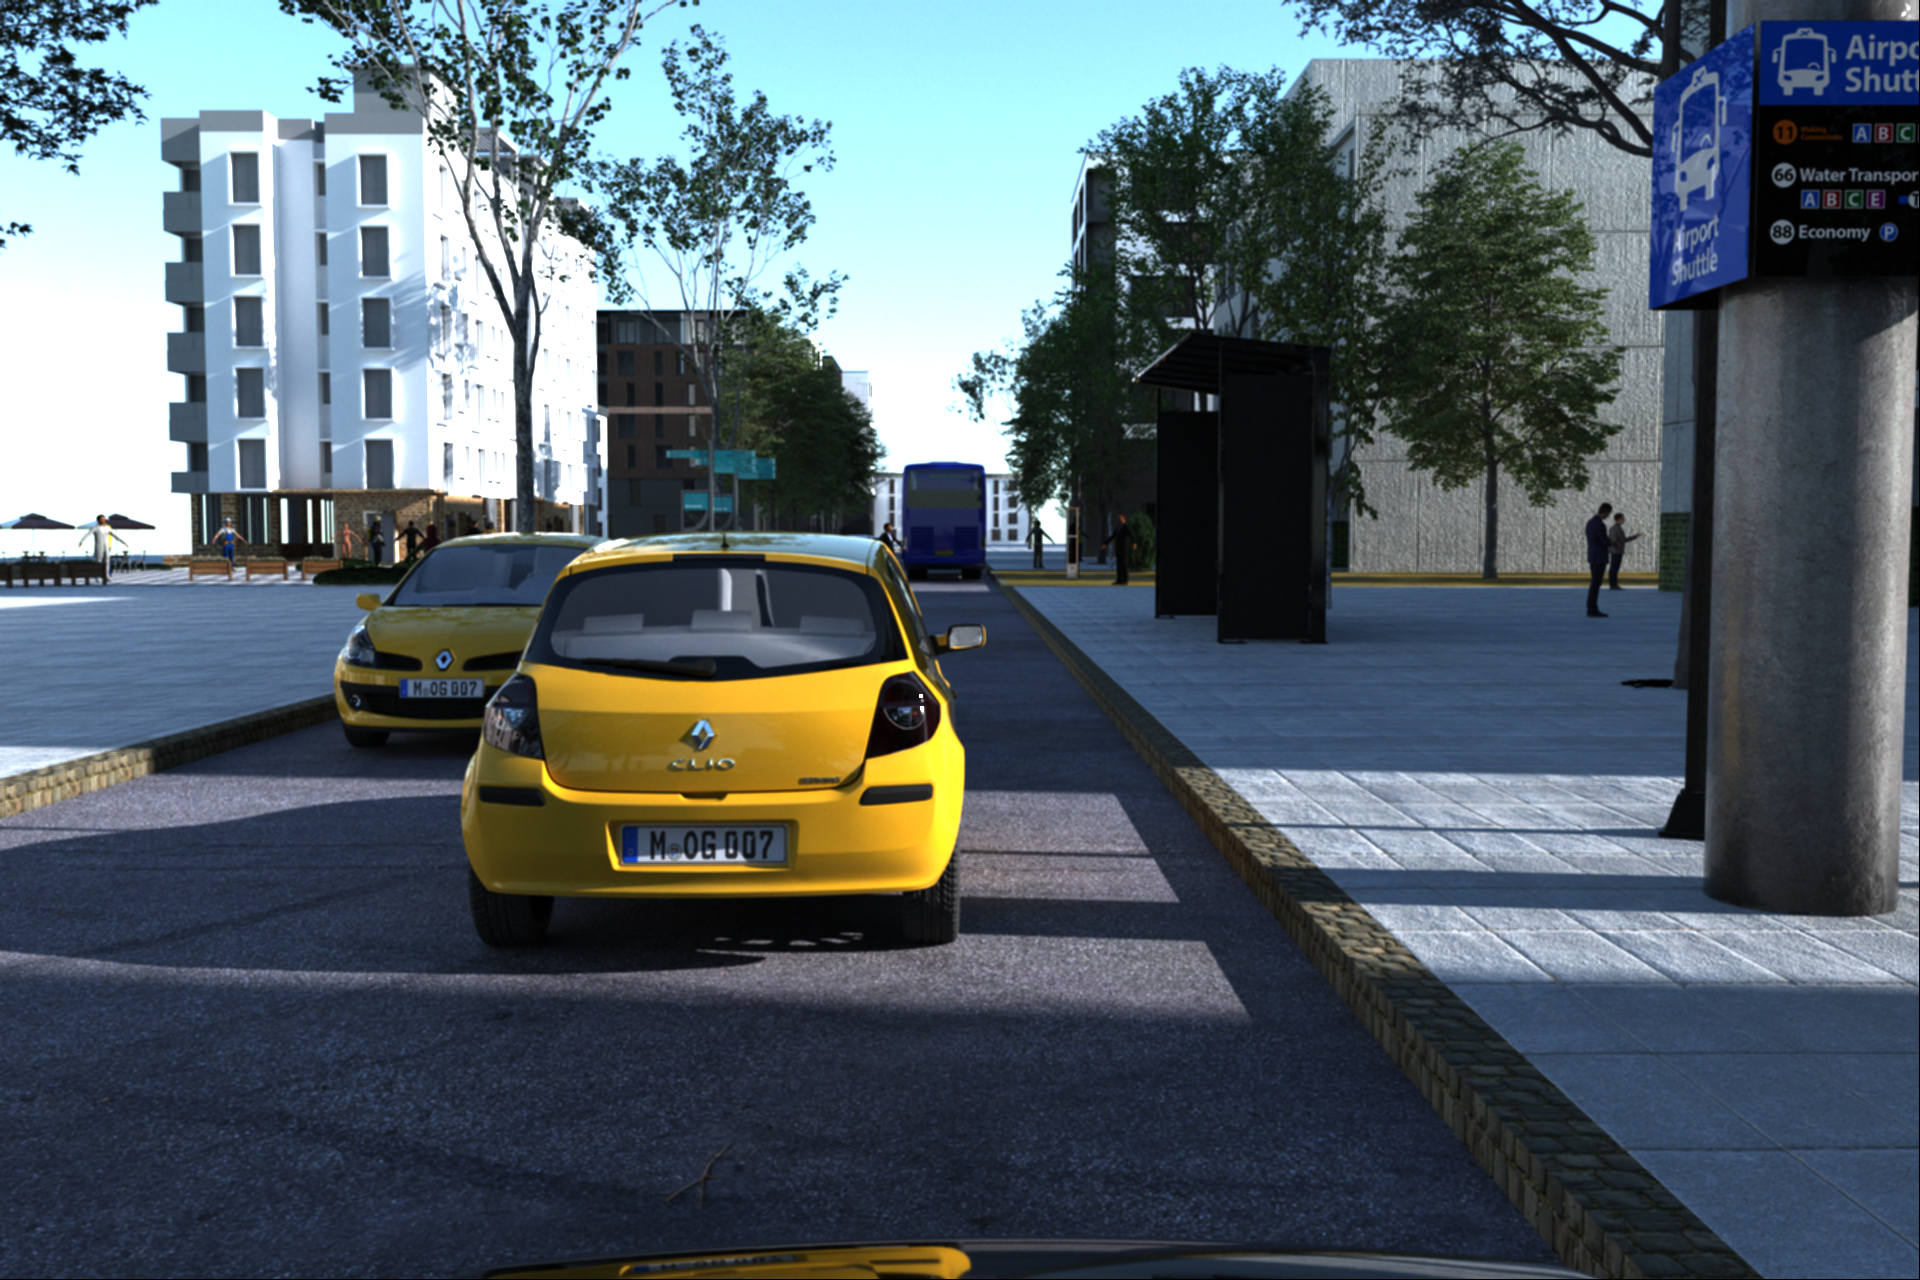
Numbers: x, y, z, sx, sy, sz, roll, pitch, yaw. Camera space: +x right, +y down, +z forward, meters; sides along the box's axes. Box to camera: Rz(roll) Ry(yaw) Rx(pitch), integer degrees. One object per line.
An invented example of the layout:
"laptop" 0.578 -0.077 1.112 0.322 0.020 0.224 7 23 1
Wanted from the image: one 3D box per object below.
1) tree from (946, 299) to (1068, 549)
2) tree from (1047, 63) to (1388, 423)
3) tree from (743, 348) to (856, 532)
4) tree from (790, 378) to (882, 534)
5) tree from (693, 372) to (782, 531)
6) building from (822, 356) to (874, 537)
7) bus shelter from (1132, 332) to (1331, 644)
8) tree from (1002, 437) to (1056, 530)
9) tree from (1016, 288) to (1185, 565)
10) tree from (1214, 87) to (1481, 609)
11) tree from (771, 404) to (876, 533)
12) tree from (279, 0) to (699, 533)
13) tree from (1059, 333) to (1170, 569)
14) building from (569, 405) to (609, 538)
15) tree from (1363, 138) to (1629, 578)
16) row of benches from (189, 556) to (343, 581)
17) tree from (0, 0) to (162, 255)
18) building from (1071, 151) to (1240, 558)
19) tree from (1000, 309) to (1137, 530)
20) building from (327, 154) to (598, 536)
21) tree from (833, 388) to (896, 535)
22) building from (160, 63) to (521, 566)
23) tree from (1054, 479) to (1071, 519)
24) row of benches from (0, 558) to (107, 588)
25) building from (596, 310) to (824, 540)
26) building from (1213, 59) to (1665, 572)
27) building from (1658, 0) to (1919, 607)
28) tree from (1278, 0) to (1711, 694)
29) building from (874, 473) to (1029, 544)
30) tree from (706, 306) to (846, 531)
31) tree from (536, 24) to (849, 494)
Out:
"tree" 5.215 -17.516 142.282 12.611 20.169 13.585 0 3 0
"tree" 5.617 -6.926 39.002 9.928 11.665 9.643 0 3 0
"tree" -9.772 -11.329 103.361 7.486 12.596 7.792 0 3 0
"tree" -9.311 -12.738 126.392 7.486 12.596 7.792 0 3 0
"tree" -9.634 -7.799 77.876 4.360 8.622 3.978 0 3 0
"building" -25.237 -22.669 214.619 27.936 21.610 32.646 0 4 0
"bus shelter" 3.505 -1.958 23.295 1.731 3.624 6.357 0 4 -1
"tree" 5.366 -10.923 128.946 4.737 8.622 4.395 0 3 0
"tree" 6.045 -9.007 73.024 9.928 11.665 9.643 0 3 0
"tree" 6.513 -4.830 29.334 4.737 8.622 4.395 0 3 0
"tree" -9.555 -11.012 114.458 8.767 10.594 7.601 0 4 4
"tree" -10.693 -11.017 36.022 12.611 20.169 13.585 0 3 0
"tree" 5.534 -6.918 63.464 4.360 8.622 3.978 0 3 0
"building" -27.954 -10.614 115.685 9.099 9.664 28.070 0 4 1
"tree" 15.219 -8.104 50.632 7.486 12.596 7.792 0 3 0
"row of benches" -19.294 -1.989 47.977 4.104 0.672 1.422 -2 4 -24
"tree" -9.356 -4.738 11.881 7.601 10.594 8.767 -3 5 -40
"building" 20.794 -16.216 109.114 27.936 21.610 32.646 0 4 0
"tree" 5.559 -10.296 86.458 7.486 12.596 7.792 0 3 0
"building" -26.001 -14.148 87.733 16.016 20.090 11.380 0 3 0
"tree" -10.076 -14.284 143.913 12.009 13.543 11.850 0 3 0
"building" -26.150 -13.132 71.127 16.016 20.090 11.380 0 3 0
"tree" 16.394 -18.486 236.650 7.601 10.594 8.767 0 4 -4
"row of benches" -22.603 -1.647 42.385 1.422 0.672 4.104 1 4 19
"building" -29.140 -20.204 174.303 27.936 21.610 32.646 0 4 1
"building" 21.416 -12.648 73.258 16.747 18.905 31.486 0 4 0
"building" 24.115 -9.554 22.674 16.747 18.905 31.486 0 4 0
"tree" 6.191 -6.330 13.866 12.009 13.543 11.850 0 3 0
"building" -4.011 -17.870 236.781 28.070 9.664 9.099 0 4 2
"tree" -9.227 -10.321 86.869 7.486 12.596 7.792 0 3 0
"tree" -10.446 -12.935 67.383 12.611 20.169 13.585 0 3 0
